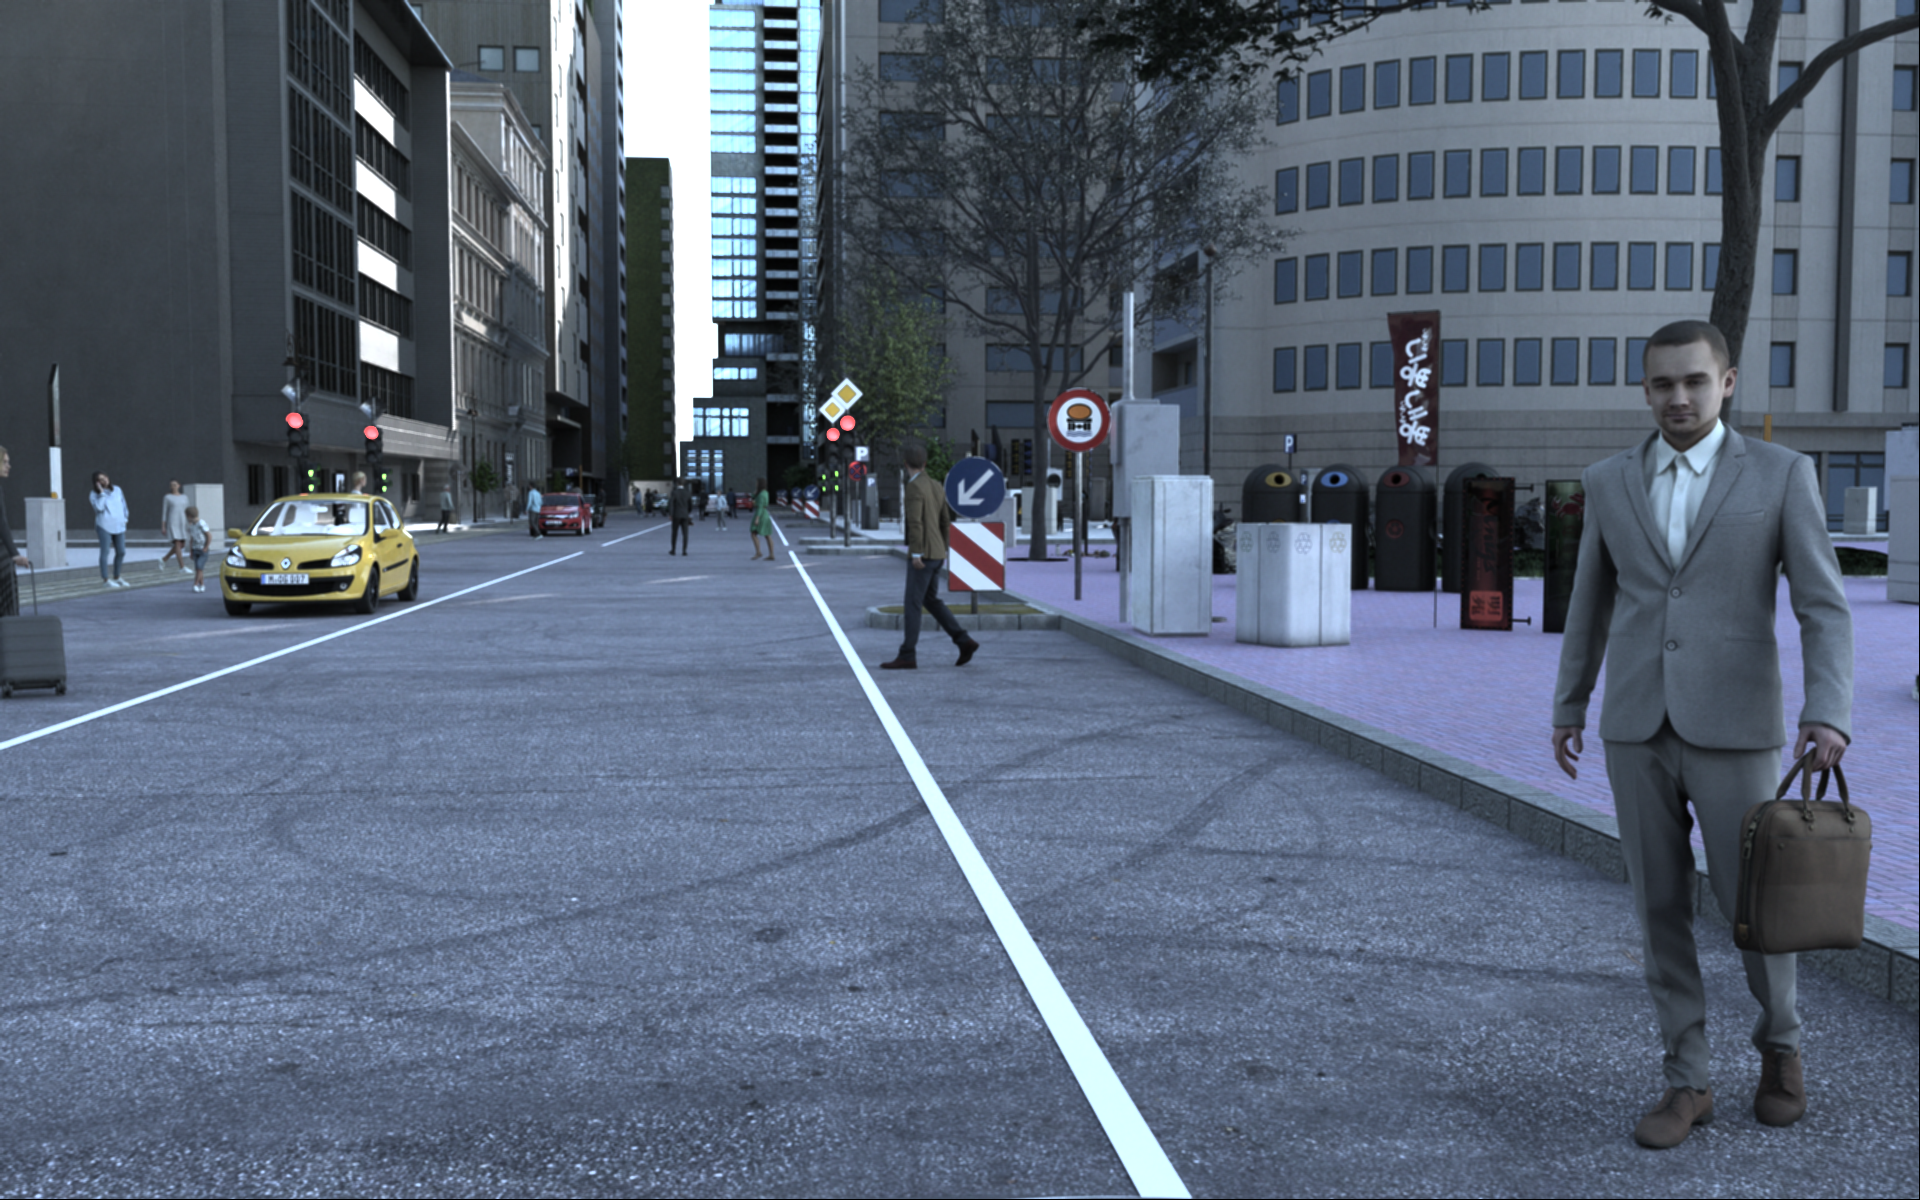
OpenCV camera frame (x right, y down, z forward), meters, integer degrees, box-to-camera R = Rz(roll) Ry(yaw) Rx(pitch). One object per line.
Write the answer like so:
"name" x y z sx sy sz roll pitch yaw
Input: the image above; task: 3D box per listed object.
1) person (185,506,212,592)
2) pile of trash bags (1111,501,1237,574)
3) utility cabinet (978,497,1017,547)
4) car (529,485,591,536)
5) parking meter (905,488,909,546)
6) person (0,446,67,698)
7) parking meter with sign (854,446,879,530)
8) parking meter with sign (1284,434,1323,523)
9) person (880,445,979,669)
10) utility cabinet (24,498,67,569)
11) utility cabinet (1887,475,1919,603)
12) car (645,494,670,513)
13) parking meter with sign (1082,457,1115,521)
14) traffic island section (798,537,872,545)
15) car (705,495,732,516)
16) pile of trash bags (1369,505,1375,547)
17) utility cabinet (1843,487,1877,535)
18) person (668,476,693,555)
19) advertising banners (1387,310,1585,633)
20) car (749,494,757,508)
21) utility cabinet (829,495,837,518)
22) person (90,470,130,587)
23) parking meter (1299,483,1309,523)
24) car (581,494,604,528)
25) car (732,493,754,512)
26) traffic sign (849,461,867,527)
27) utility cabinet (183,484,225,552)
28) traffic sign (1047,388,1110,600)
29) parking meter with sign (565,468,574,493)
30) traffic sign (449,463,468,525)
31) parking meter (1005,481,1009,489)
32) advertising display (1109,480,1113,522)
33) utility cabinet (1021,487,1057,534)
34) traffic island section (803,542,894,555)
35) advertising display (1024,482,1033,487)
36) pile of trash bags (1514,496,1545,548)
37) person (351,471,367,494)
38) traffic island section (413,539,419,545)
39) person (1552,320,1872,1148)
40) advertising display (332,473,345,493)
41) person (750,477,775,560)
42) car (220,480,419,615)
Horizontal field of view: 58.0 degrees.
"person" -11.150 -0.745 25.368 0.352 1.250 0.332 -2 4 -27
"pile of trash bags" 3.442 -1.175 28.958 1.912 1.369 3.447 -1 4 -13
"utility cabinet" 0.834 -1.874 41.800 1.020 1.237 0.306 1 4 15
"car" -13.913 -3.140 60.382 2.155 1.783 4.494 0 4 -7
"parking meter" -1.191 -2.117 43.023 0.372 1.533 0.369 0 3 0
"person" -7.037 -0.242 12.673 0.699 1.804 1.509 -2 4 -34
"parking meter with sign" -3.323 -4.057 62.591 0.543 3.016 1.738 -1 4 -19
"parking meter with sign" 10.430 -3.346 50.973 1.738 3.016 0.543 -1 4 -20
"person" -0.260 -0.361 14.307 0.836 1.842 0.656 -1 4 -8
"utility cabinet" -15.854 -1.156 30.060 0.306 1.237 1.020 0 4 -7
"utility cabinet" 11.248 -0.698 20.094 0.318 1.500 1.173 0 4 -1
"car" -23.221 -7.440 133.447 2.131 1.459 4.920 0 4 -6
"parking meter with sign" 6.453 -5.194 81.187 1.738 3.016 0.543 -1 4 -10
"traffic island section" -3.633 -1.689 49.888 2.009 0.180 2.903 0 4 -7
"car" -15.855 -6.179 113.380 2.083 1.381 4.827 0 4 -6
"pile of trash bags" 8.944 -1.778 38.823 1.912 1.369 3.447 -1 4 -11
"utility cabinet" 28.184 -2.788 54.257 0.318 1.500 1.173 0 4 -7
"person" -6.582 -1.973 40.536 0.659 1.850 0.755 -2 4 -25
"advertising banners" 4.993 -1.227 16.250 2.074 3.025 0.090 2 4 33
"car" -19.393 -9.336 162.867 2.015 1.641 3.980 0 4 -7
"utility cabinet" -6.754 -4.964 92.327 0.306 1.237 1.020 -1 4 -11
"person" -13.067 -1.092 26.618 0.793 1.790 0.793 0 4 -4
"parking meter" 6.785 -1.608 34.697 0.372 1.533 0.369 0 3 0
"car" -16.234 -3.927 73.994 2.009 1.686 4.222 0 4 -6
"car" -17.442 -7.891 138.056 2.155 1.783 4.494 0 4 -8
"traffic sign" -4.002 -4.114 67.371 0.768 2.556 0.104 0 4 -3
"utility cabinet" -16.795 -1.821 38.451 0.318 1.500 1.173 0 4 5
"traffic sign" 1.432 -1.273 20.921 0.768 2.556 0.104 0 4 -2
"parking meter with sign" -25.859 -7.232 114.497 0.543 3.016 1.738 0 4 -8
"traffic sign" -20.761 -4.380 71.722 0.768 2.556 0.104 0 4 -4
"parking meter" 2.039 -4.482 78.992 0.399 1.863 0.255 1 4 16
"advertising display" 6.879 -4.504 78.848 0.123 1.923 0.974 0 4 2
"utility cabinet" 2.504 -2.811 54.641 1.173 1.500 0.318 3 4 38
"traffic island section" -2.704 -1.203 41.957 2.009 0.180 2.903 0 4 -7
"advertising display" 3.597 -5.231 90.745 0.123 1.923 0.974 -1 4 -21
"pile of trash bags" 13.756 -1.928 41.271 3.447 1.369 1.912 2 4 27
"person" -9.335 -1.100 26.838 0.624 1.780 0.694 -1 4 -9
"traffic island section" -16.339 -1.598 48.409 2.009 0.180 2.903 0 4 -7
"person" 1.640 0.293 3.836 0.709 1.813 0.853 2 4 35
"advertising display" -18.836 -2.894 52.535 0.123 1.923 0.974 0 4 -4
"person" -4.278 -1.758 37.483 0.529 1.795 0.600 0 4 -4
"car" -7.981 -0.706 21.774 2.015 1.641 3.980 0 4 -7
